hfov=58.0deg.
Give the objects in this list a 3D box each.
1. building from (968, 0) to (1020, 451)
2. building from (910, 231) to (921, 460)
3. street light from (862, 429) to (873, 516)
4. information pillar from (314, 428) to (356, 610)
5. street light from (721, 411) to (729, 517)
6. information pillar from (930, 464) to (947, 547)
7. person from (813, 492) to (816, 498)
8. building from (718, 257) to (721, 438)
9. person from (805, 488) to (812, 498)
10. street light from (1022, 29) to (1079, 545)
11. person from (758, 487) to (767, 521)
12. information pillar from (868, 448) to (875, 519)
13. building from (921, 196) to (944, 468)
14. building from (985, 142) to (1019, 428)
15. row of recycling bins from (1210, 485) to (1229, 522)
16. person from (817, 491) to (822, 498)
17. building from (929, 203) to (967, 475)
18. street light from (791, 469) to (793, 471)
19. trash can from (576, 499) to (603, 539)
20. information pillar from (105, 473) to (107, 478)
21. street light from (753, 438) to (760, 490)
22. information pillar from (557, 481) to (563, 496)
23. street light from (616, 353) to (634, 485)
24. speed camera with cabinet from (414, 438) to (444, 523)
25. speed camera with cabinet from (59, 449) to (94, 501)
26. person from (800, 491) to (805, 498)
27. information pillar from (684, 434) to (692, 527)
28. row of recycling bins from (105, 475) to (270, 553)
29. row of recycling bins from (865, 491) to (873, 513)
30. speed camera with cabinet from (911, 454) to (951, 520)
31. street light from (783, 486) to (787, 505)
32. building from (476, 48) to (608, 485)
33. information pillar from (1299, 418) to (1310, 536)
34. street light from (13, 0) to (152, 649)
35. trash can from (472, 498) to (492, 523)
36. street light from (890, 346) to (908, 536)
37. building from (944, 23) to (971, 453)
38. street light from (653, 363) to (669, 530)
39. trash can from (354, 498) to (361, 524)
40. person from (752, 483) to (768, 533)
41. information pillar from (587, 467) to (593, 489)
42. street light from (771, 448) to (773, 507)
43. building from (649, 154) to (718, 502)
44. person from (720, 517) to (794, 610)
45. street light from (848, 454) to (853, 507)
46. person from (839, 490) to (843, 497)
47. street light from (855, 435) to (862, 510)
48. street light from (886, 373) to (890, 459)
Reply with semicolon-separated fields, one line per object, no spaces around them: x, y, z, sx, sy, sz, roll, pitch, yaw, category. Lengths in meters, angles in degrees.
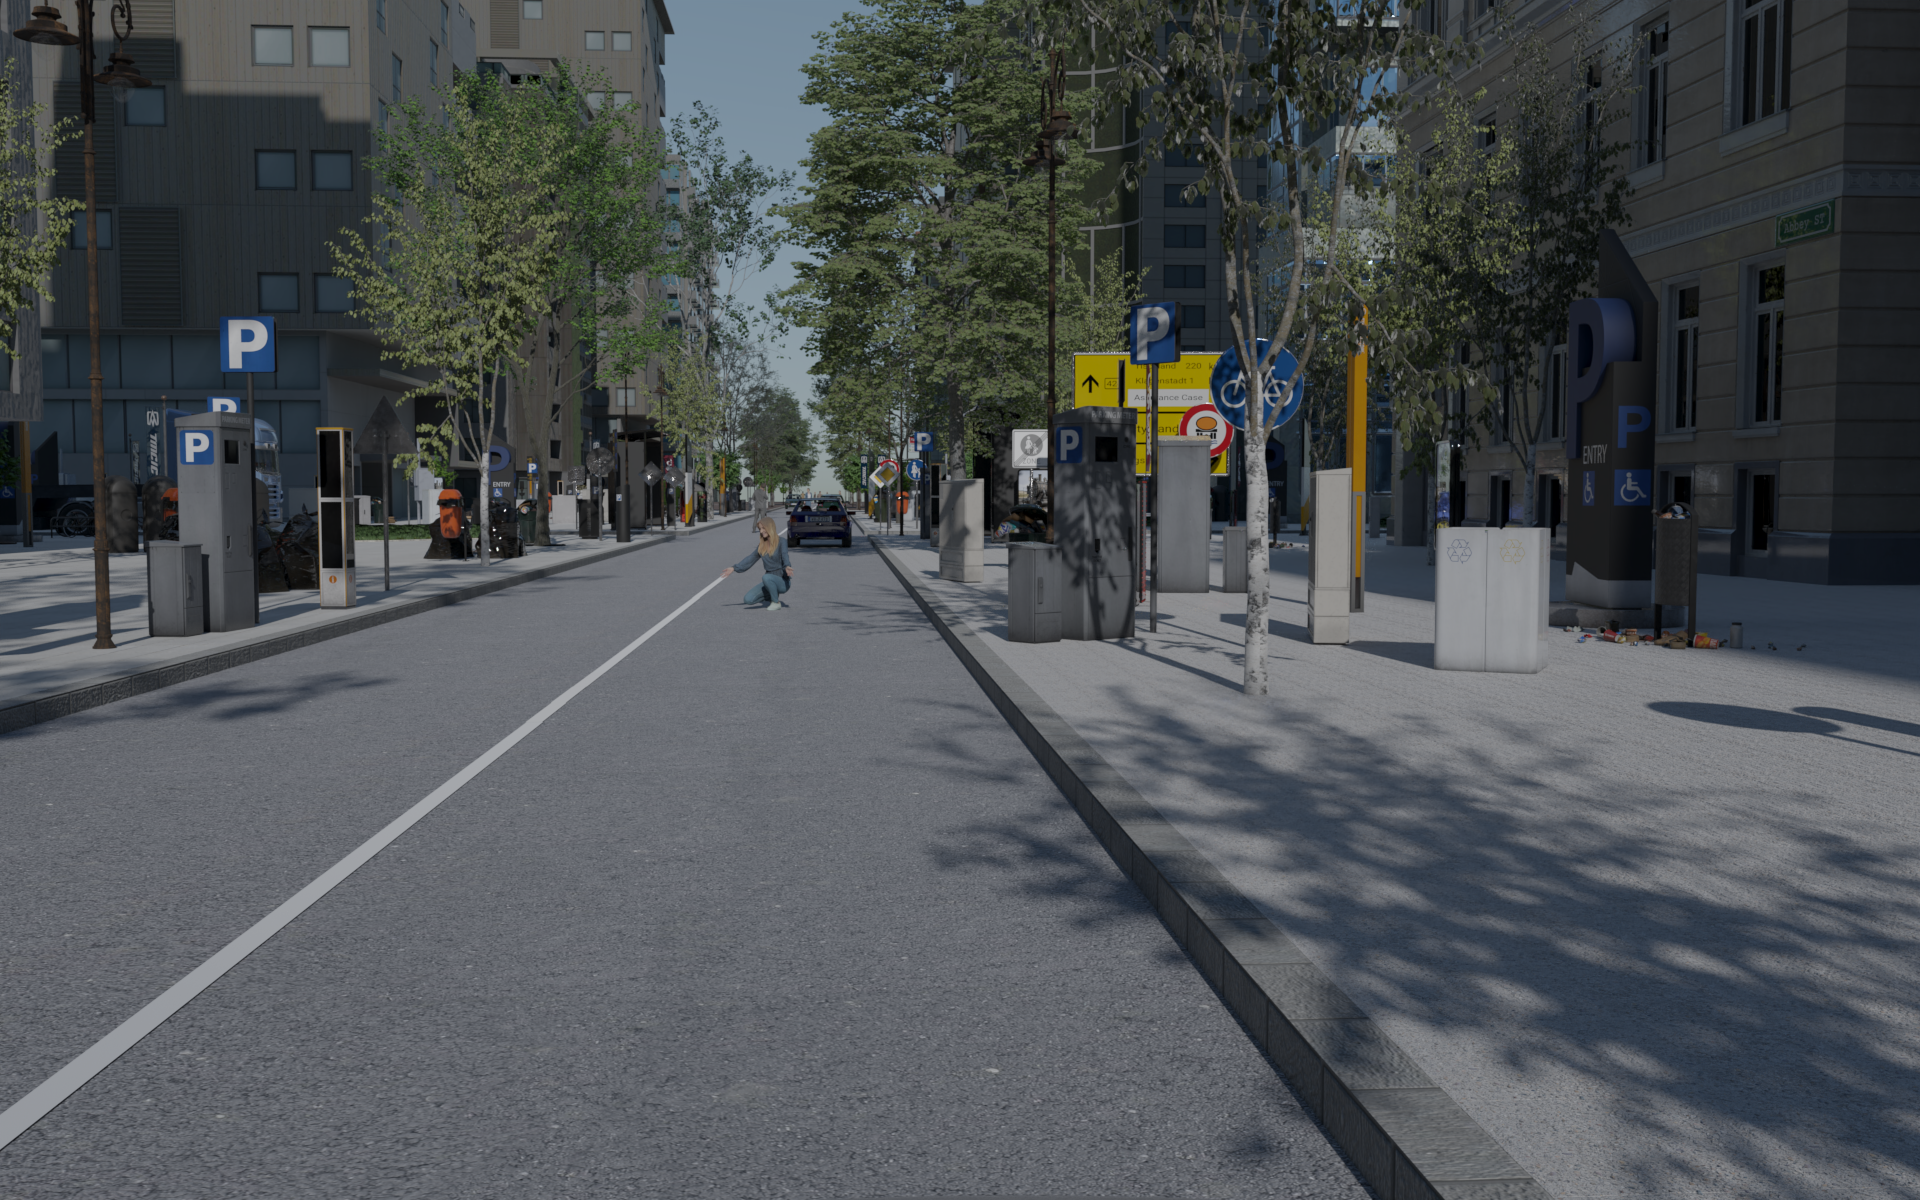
12.214;-33.016;163.516;21.300;48.544;21.600;0;4;-4;building
3.236;-38.361;281.833;22.147;44.769;28.867;0;4;-4;building
-5.249;-7.794;100.224;0.468;5.910;1.993;0;4;-4;street light
-6.946;-0.906;19.297;0.304;2.012;0.304;0;4;1;information pillar
-13.074;-7.562;96.429;0.468;5.910;1.993;0;4;-4;street light
-0.520;-2.287;41.892;0.304;2.012;0.304;2;4;31;information pillar
-22.628;-15.942;269.705;0.434;1.755;0.990;0;4;-3;person
-49.664;-40.078;274.885;23.786;49.044;30.456;0;4;-4;building
-9.833;-6.354;112.411;0.581;1.822;0.654;0;4;-3;person
0.946;-2.757;17.862;0.468;5.910;1.993;0;4;-4;street light
-8.809;-4.184;77.006;0.767;1.812;0.694;-1;4;-13;person
-4.479;-5.900;87.821;0.183;3.616;0.504;2;4;29;information pillar
1.398;-37.289;259.791;14.600;45.320;14.200;0;4;-4;building
8.943;-22.862;145.499;14.160;30.474;14.107;0;4;-4;building
11.012;-4.449;79.860;3.534;1.692;1.069;-3;5;-39;row of recycling bins
-15.058;-10.890;187.079;0.617;1.759;0.750;2;4;28;person
2.466;-34.378;245.676;14.154;41.232;14.086;0;4;-4;building
-24.893;-17.356;256.553;0.468;5.910;1.993;0;4;-4;street light
-10.542;-2.301;49.281;0.748;1.137;0.748;0;3;0;trash can
-29.983;-3.427;60.524;0.304;2.012;0.304;-3;5;-43;information pillar
-16.149;-10.080;137.603;0.468;5.910;1.993;0;4;-4;street light
-22.328;-5.646;96.806;0.304;2.012;0.304;-1;4;-16;information pillar
-9.667;-4.735;50.204;0.468;5.910;1.993;0;4;-4;street light
-18.719;-4.085;61.118;0.660;3.252;2.038;-2;4;-31;speed camera with cabinet
-38.468;-4.972;75.632;2.038;3.252;0.660;1;4;11;speed camera with cabinet
-20.629;-13.393;227.562;1.348;1.812;0.705;1;4;12;person
-10.582;-4.659;67.523;0.183;3.616;0.504;1;4;13;information pillar
-17.286;-1.928;38.633;3.534;1.692;1.069;-2;4;-31;row of recycling bins
-5.513;-6.524;113.775;1.069;1.692;3.534;1;4;9;row of recycling bins
-1.352;-5.534;84.823;2.038;3.252;0.660;0;4;-3;speed camera with cabinet
-22.200;-15.178;220.947;0.468;5.910;1.993;0;4;-4;street light
-44.369;-27.753;145.642;32.217;40.220;23.993;0;4;-4;building
10.658;-3.795;53.404;0.183;3.616;0.504;2;4;34;information pillar
-7.114;-2.534;14.220;0.468;5.910;1.993;0;4;-4;street light
-17.729;-3.215;64.218;0.748;1.137;0.748;0;3;0;trash can
-1.793;-4.907;53.025;0.468;5.910;1.993;0;4;-4;street light
13.480;-36.624;188.048;28.713;52.752;27.495;0;4;-4;building
-10.537;-5.411;61.251;0.468;5.910;1.993;0;4;-4;street light
-22.950;-3.279;65.261;0.748;1.137;0.748;0;3;0;trash can
-7.375;-3.398;63.859;0.655;1.846;0.447;1;4;14;person
-20.222;-6.319;94.665;0.504;3.616;0.183;3;5;45;information pillar
-18.781;-12.238;172.874;0.468;5.910;1.993;0;4;-4;street light
-47.633;-38.177;243.794;23.786;49.044;30.456;0;4;-4;building
-2.347;-0.452;21.389;1.012;1.151;0.738;3;4;39;person
-10.919;-12.452;176.384;0.468;5.910;1.993;0;4;-4;street light
-8.955;-7.310;129.028;0.512;1.701;0.522;1;4;18;person
-7.830;-9.946;135.398;0.468;5.910;1.993;0;4;-4;street light
-2.647;-5.643;65.051;0.468;5.910;1.993;0;4;-4;street light
